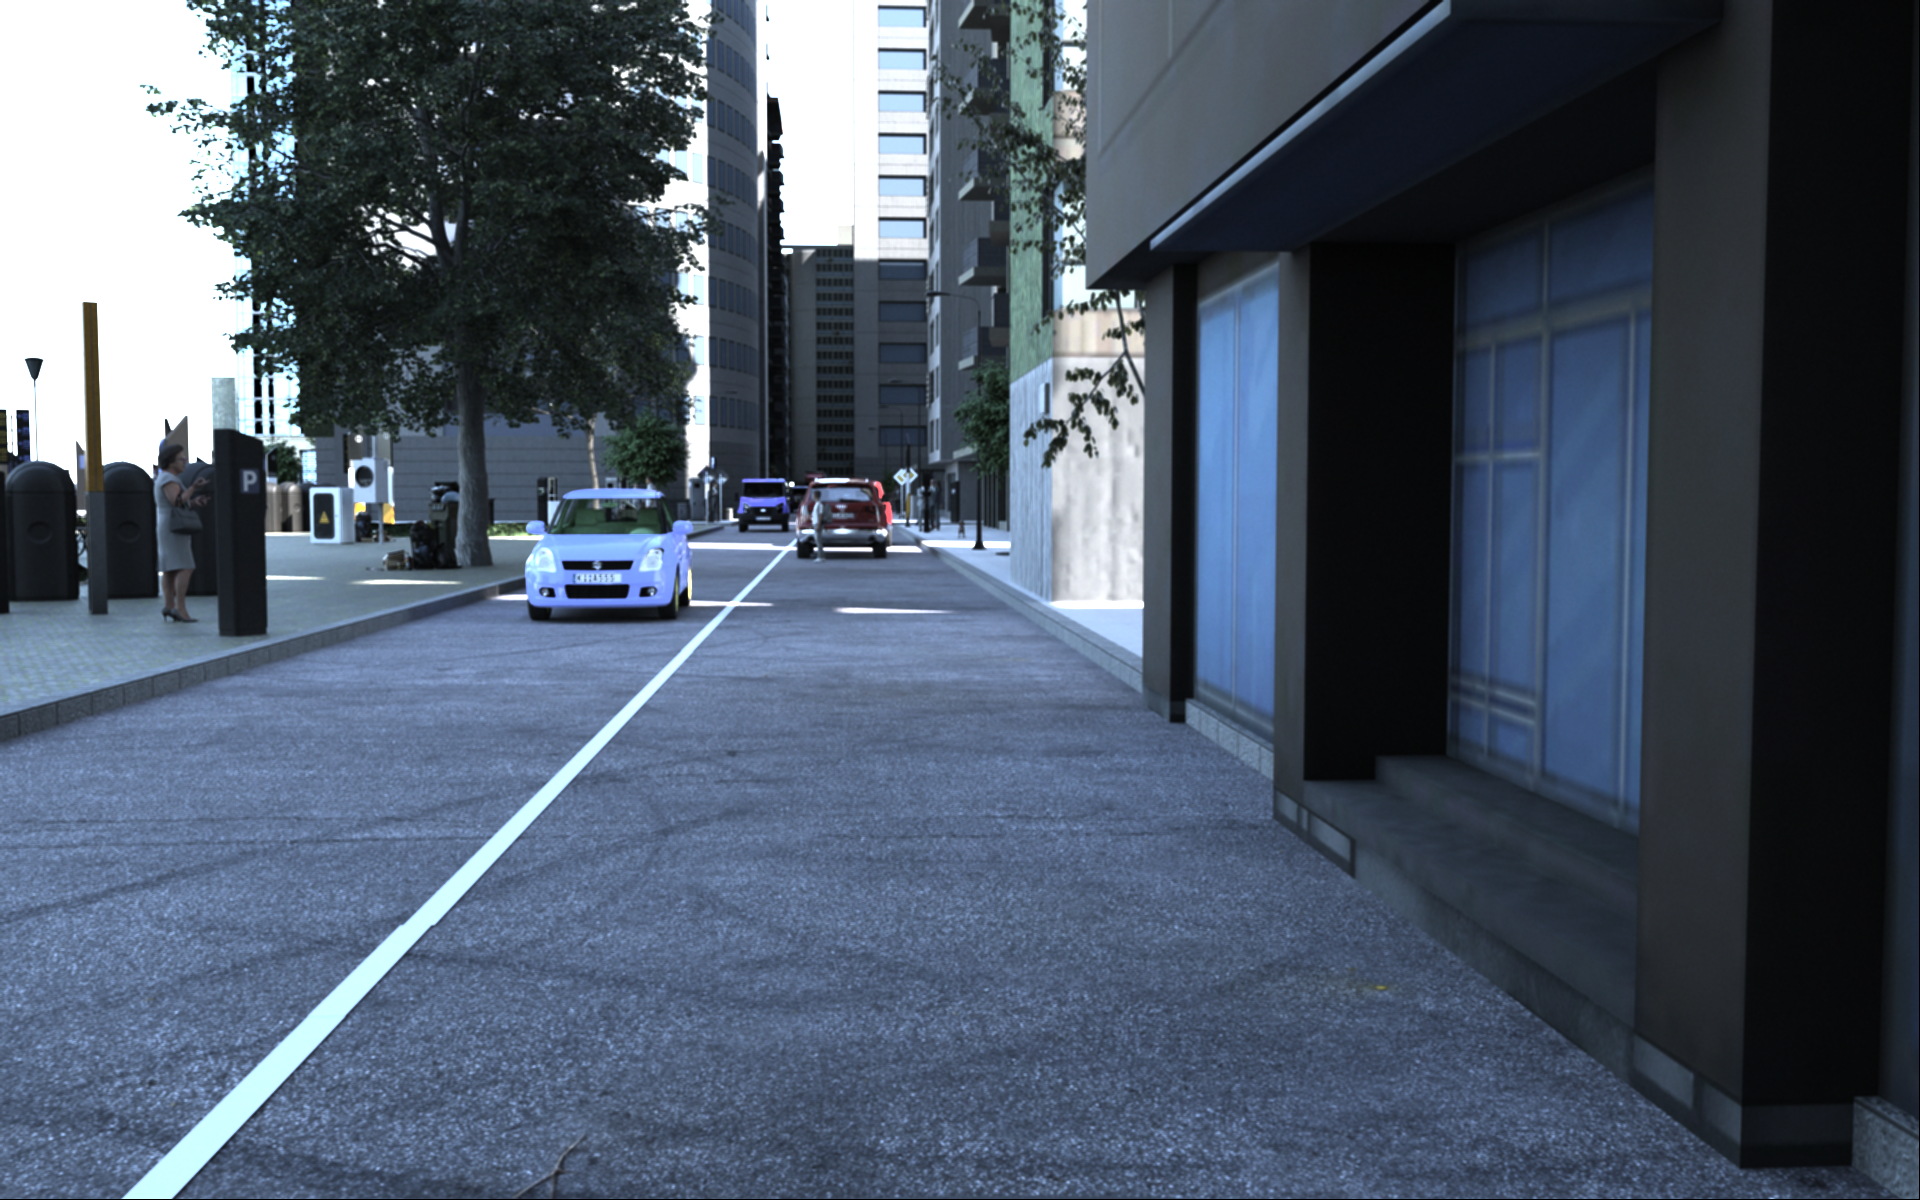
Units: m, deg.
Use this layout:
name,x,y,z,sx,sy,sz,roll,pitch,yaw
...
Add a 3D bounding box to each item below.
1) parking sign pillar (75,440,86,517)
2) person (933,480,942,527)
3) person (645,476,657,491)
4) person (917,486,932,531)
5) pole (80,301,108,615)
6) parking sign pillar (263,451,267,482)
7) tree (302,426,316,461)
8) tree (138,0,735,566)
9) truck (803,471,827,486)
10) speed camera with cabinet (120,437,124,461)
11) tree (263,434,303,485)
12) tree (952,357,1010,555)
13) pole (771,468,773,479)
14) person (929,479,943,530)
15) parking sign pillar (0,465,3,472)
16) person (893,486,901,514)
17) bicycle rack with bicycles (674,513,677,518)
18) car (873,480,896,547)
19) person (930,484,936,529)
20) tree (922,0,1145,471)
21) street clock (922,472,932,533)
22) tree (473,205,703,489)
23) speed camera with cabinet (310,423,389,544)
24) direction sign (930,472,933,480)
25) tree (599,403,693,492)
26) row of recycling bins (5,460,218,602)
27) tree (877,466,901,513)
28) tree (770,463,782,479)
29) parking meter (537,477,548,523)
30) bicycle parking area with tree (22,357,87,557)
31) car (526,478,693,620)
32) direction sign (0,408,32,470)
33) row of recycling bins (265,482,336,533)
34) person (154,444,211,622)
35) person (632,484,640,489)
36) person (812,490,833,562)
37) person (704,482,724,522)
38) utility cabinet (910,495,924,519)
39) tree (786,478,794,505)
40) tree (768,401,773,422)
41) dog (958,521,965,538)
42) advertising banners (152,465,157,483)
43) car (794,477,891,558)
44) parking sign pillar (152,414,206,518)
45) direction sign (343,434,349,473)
name,x,y,z,sx,sy,sz,roll,pitch,yaw
parking sign pillar,-43.807,-6.013,86.785,1.447,3.967,1.447,0,4,-4
person,-0.890,-3.622,65.267,0.388,1.821,0.555,0,4,1
person,-9.521,-2.936,53.890,0.795,1.843,0.661,0,4,5
person,-1.208,-3.251,59.385,0.511,1.800,0.466,-2,4,-26
pole,-9.222,-1.504,18.436,0.158,3.312,0.155,0,3,0
parking sign pillar,-36.463,-6.240,90.488,1.447,3.967,1.447,1,4,13
tree,-43.350,-10.414,120.633,4.737,8.622,4.395,0,3,0
tree,-8.849,-7.585,30.666,9.857,13.997,8.962,0,3,0
truck,-17.917,-13.848,215.324,2.839,4.237,11.283,0,4,-3
speed camera with cabinet,-29.425,-4.089,61.194,0.660,3.252,2.038,0,4,-1
tree,-37.411,-6.771,94.420,4.285,4.588,4.351,0,3,0
tree,1.465,-3.239,36.674,4.285,4.588,4.351,0,3,0
pole,-14.582,-8.602,134.487,0.158,3.312,0.155,0,3,0
person,-0.946,-3.373,61.366,0.661,1.801,0.590,0,4,4
parking sign pillar,-47.820,-5.986,86.336,1.447,3.967,1.447,-1,4,-18
person,-3.971,-6.397,110.811,0.592,1.802,0.473,2,4,27
bicycle rack with bicycles,-12.682,-3.346,68.091,2.925,0.926,2.852,0,4,-5
car,-2.912,-2.420,48.247,2.281,1.827,5.304,0,4,-2
person,-1.076,-3.540,64.177,0.529,1.795,0.600,-1,4,-23
tree,2.052,-4.083,17.112,4.360,8.622,3.978,0,3,0
street clock,-1.115,-3.256,57.803,0.358,2.002,0.471,0,4,-7
tree,-10.982,-7.117,50.771,7.601,10.594,8.767,1,4,9
speed camera with cabinet,-15.683,-3.063,44.422,2.038,3.252,0.660,1,4,19
direction sign,-1.970,-7.811,119.699,0.379,3.537,0.876,-1,4,-16
tree,-11.101,-4.792,62.066,4.285,4.588,4.351,0,3,0
row of recycling bins,-10.774,-0.869,21.320,3.534,1.692,1.069,-2,4,-34
tree,-4.712,-7.502,117.263,1.663,3.219,1.824,0,3,0
tree,-16.986,-10.174,150.057,4.285,4.588,4.351,0,3,0
parking meter,-14.027,-3.212,58.222,0.255,1.863,0.399,0,4,3
bicycle parking area with tree,-20.584,-2.880,34.093,9.016,4.147,8.231,3,4,38
car,-4.172,-0.691,20.884,1.945,1.707,3.694,0,4,-5
direction sign,-25.104,-3.299,45.933,0.876,3.537,0.379,-2,4,-33
row of recycling bins,-22.439,-3.157,58.733,1.069,1.692,3.534,1,4,21
person,-7.783,-0.672,17.389,0.532,1.782,0.716,-2,4,-28
person,-14.709,-4.443,78.809,0.709,1.813,0.853,-1,4,-16
person,-2.977,-1.560,36.604,0.503,1.515,0.523,3,5,45
person,-11.299,-4.491,79.437,0.822,1.834,0.622,2,4,27
utility cabinet,-2.141,-4.806,89.733,1.020,1.237,0.306,-3,5,-43
tree,-20.318,-12.894,205.413,1.663,3.219,1.824,0,3,0
tree,-14.263,-10.034,114.410,4.737,8.622,4.395,0,3,0
dog,0.055,-2.081,50.847,0.406,0.507,0.540,-3,5,-41
advertising banners,-49.226,-6.766,106.805,0.090,3.025,2.074,0,4,4
car,-2.736,-1.934,40.295,2.281,1.827,5.304,0,4,-3
parking sign pillar,-26.363,-4.257,58.082,1.447,3.967,1.447,0,4,7
direction sign,-23.059,-4.512,65.772,0.379,3.537,0.876,2,4,26
